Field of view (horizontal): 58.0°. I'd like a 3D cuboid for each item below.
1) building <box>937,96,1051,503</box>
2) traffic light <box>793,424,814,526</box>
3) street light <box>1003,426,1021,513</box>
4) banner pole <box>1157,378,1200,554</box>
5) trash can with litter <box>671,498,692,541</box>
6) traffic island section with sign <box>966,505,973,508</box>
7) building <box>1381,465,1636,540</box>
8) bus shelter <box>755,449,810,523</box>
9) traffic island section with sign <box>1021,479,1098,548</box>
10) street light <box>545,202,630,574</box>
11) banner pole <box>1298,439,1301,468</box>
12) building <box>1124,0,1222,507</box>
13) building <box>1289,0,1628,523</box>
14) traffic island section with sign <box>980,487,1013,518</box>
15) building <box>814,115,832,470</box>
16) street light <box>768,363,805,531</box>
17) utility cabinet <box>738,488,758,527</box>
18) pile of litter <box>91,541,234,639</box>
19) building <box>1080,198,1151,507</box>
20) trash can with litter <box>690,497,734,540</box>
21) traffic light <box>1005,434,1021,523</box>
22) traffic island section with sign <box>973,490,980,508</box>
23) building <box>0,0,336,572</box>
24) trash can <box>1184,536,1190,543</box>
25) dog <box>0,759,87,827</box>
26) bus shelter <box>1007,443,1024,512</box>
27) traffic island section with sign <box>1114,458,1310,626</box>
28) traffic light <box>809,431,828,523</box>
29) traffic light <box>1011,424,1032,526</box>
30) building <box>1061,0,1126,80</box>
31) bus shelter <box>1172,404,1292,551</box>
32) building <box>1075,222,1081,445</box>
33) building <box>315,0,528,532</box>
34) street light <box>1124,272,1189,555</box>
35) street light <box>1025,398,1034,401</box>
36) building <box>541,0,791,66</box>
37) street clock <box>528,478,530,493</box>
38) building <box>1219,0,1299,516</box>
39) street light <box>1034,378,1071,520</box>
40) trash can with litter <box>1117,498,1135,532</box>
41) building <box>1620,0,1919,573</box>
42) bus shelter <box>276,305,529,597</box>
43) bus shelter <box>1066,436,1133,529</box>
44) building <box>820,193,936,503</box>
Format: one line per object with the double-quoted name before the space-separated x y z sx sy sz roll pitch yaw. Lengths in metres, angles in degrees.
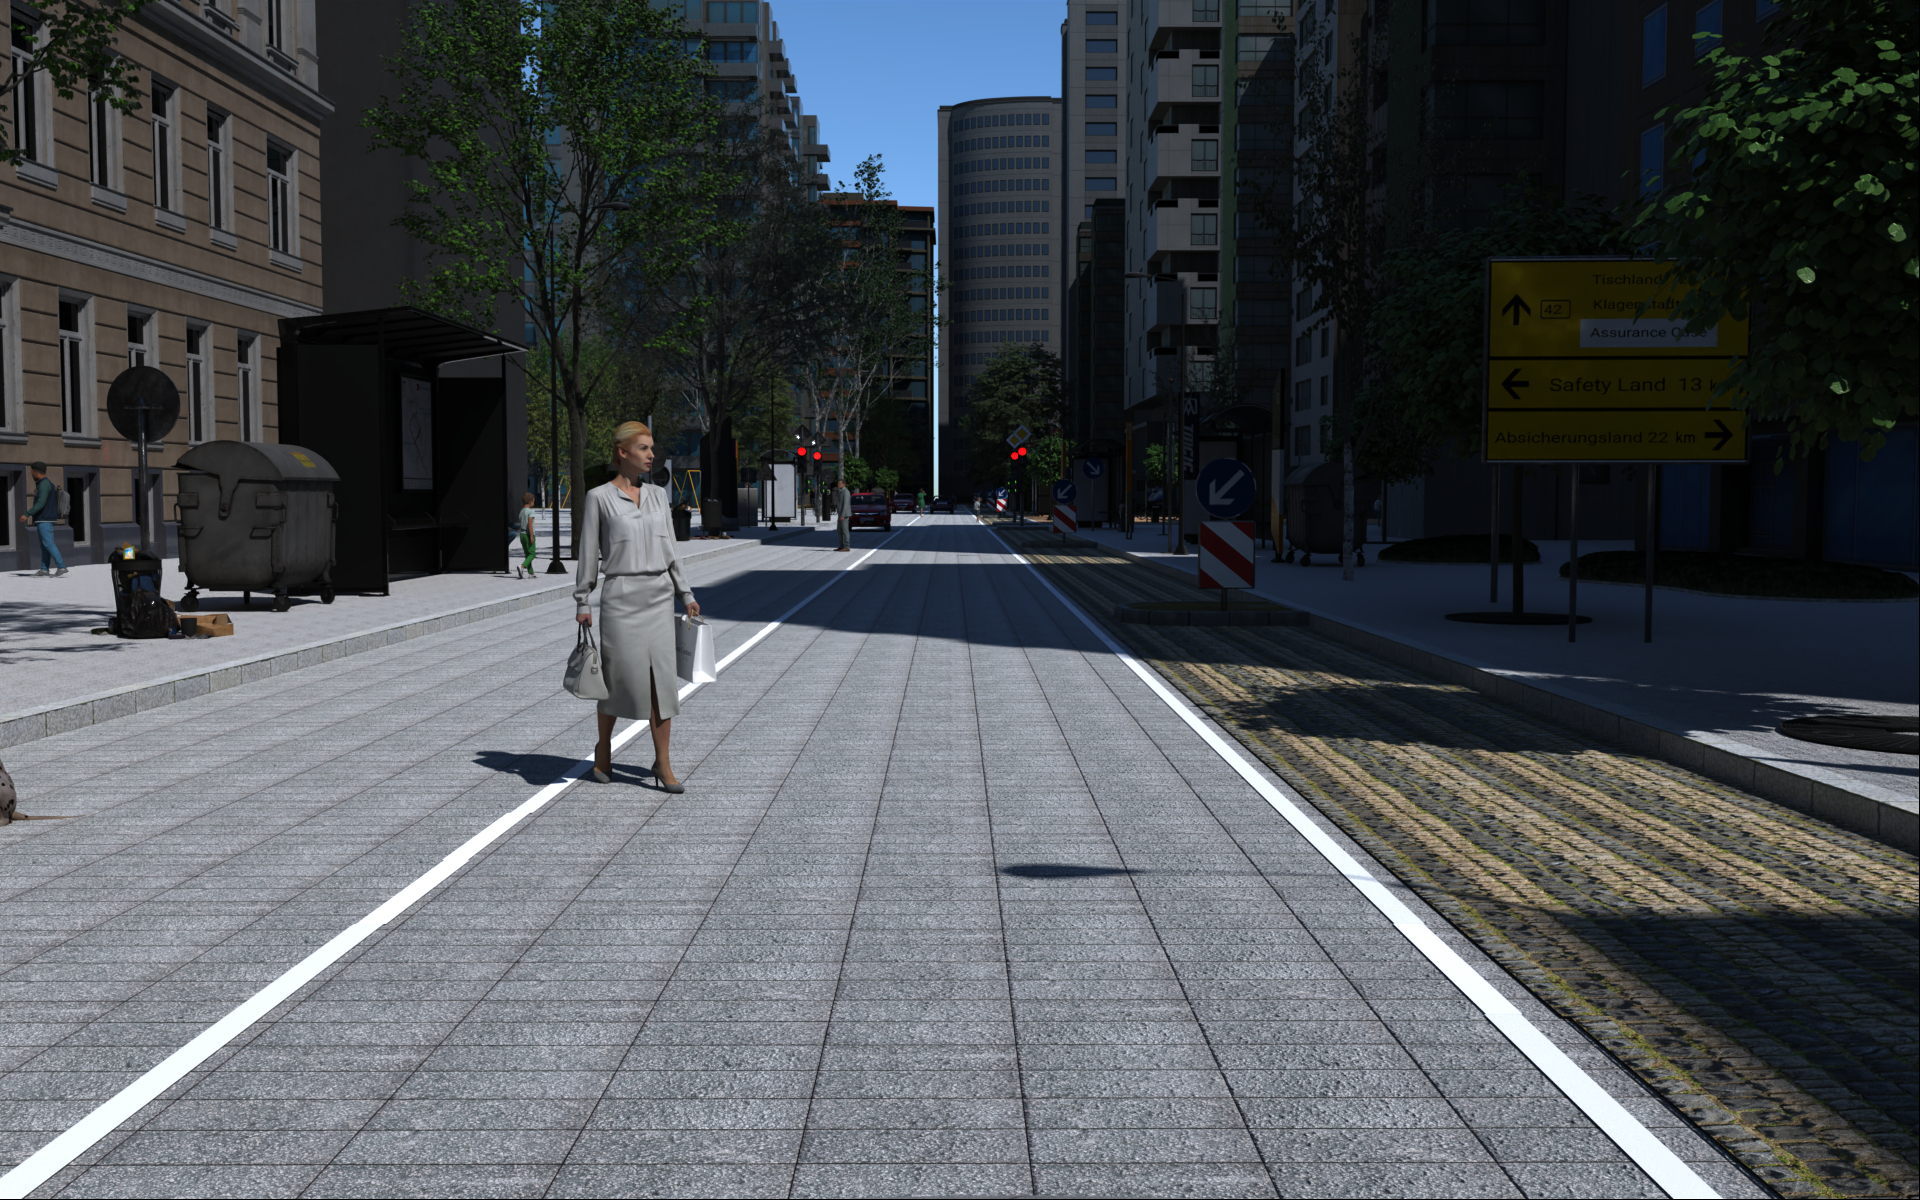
"building" 10.858 -43.522 253.589 28.212 58.520 21.231 0 4 0
"traffic light" -6.294 -4.923 69.414 0.839 4.253 0.868 0 4 0
"street light" 3.647 -8.924 118.443 1.470 5.913 1.316 0 4 0
"banner pole" 4.771 -2.897 37.380 0.863 3.779 0.401 0 4 0
"trash can with litter" -7.814 -2.184 47.090 1.055 1.170 0.624 -1 4 -11
"traffic island section with sign" 1.898 -10.493 180.190 1.989 1.847 2.006 0 4 0
"building" 19.848 -17.268 54.030 14.160 30.474 14.107 0 4 0
"bus shelter" -8.182 -5.287 80.366 2.014 3.302 5.546 0 4 0
"traffic island section with sign" 2.653 -2.322 46.586 1.989 1.847 2.006 0 4 0
"street light" -5.964 -3.376 27.738 1.470 5.913 1.316 0 4 0
"banner pole" 15.494 -5.446 79.060 0.401 3.779 0.863 0 4 7
"building" 27.885 -33.578 138.243 28.713 52.752 27.495 0 4 0
"building" 25.967 -19.621 92.505 14.107 30.474 14.160 0 4 0
"traffic island section with sign" 2.338 -5.737 102.430 1.989 1.847 2.006 0 4 0
"building" -31.047 -35.994 208.108 30.456 49.044 23.786 0 4 0
"street light" -6.026 -5.392 60.693 1.470 5.913 1.316 0 4 0
"utility cabinet" -8.479 -3.599 67.517 1.173 1.500 0.318 -1 4 -9
"pile of litter" -7.325 -0.120 15.921 1.176 0.858 1.719 -2 4 -31
"building" 19.778 -24.446 171.398 14.160 30.474 14.107 0 4 0
"trash can with litter" -7.417 -2.325 49.069 2.233 1.210 1.678 -1 4 -16
"traffic light" 2.423 -5.415 77.463 0.839 4.253 0.868 0 4 0
"traffic island section with sign" 2.180 -7.424 130.009 1.989 1.847 2.006 0 4 0
"building" -21.883 -15.098 32.762 13.634 28.700 20.117 0 4 0
"trash can" 6.204 -2.091 45.842 0.748 1.137 0.748 0 3 0
"dog" -4.140 0.578 7.392 0.513 0.831 0.800 3 5 41
"bus shelter" 4.656 -9.348 130.476 2.179 5.291 8.768 0 4 0
"traffic island section with sign" 2.785 -0.673 19.631 1.989 1.847 2.006 0 4 0
"traffic light" -6.338 -5.412 77.399 0.839 4.253 0.868 0 4 0
"traffic light" 2.467 -4.927 69.478 0.839 4.253 0.868 0 4 0
"building" 22.483 -40.603 205.853 21.231 58.520 28.212 0 4 0
"bus shelter" 6.440 -2.922 41.692 2.014 3.302 5.546 0 4 0
"building" 19.267 -25.313 185.571 14.160 30.474 14.107 0 4 0
"building" -26.838 -15.917 53.752 24.014 27.812 14.314 0 4 0
"street light" 4.129 -3.906 36.410 1.470 5.913 1.316 0 4 0
"street light" 3.834 -6.827 84.168 1.470 5.913 1.316 0 4 0
"building" -27.543 -33.564 168.375 23.786 49.044 30.456 0 4 0
"street clock" -19.508 -4.480 77.810 0.358 2.002 0.471 1 4 12
"building" 22.957 -25.877 106.686 14.154 41.232 14.086 0 4 0
"street light" 3.850 -5.922 69.364 1.470 5.913 1.316 0 4 0
"trash can with litter" 5.518 -2.870 58.306 0.624 1.170 1.055 -1 4 -12
"building" 21.973 -23.325 31.476 14.600 45.320 14.200 0 4 0
"bus shelter" -7.727 -2.045 24.718 1.731 3.624 6.357 0 4 0
"bus shelter" 5.046 -4.257 63.522 2.014 3.302 5.546 0 4 0
"building" -17.983 -36.675 254.261 28.867 44.769 22.147 0 4 0
